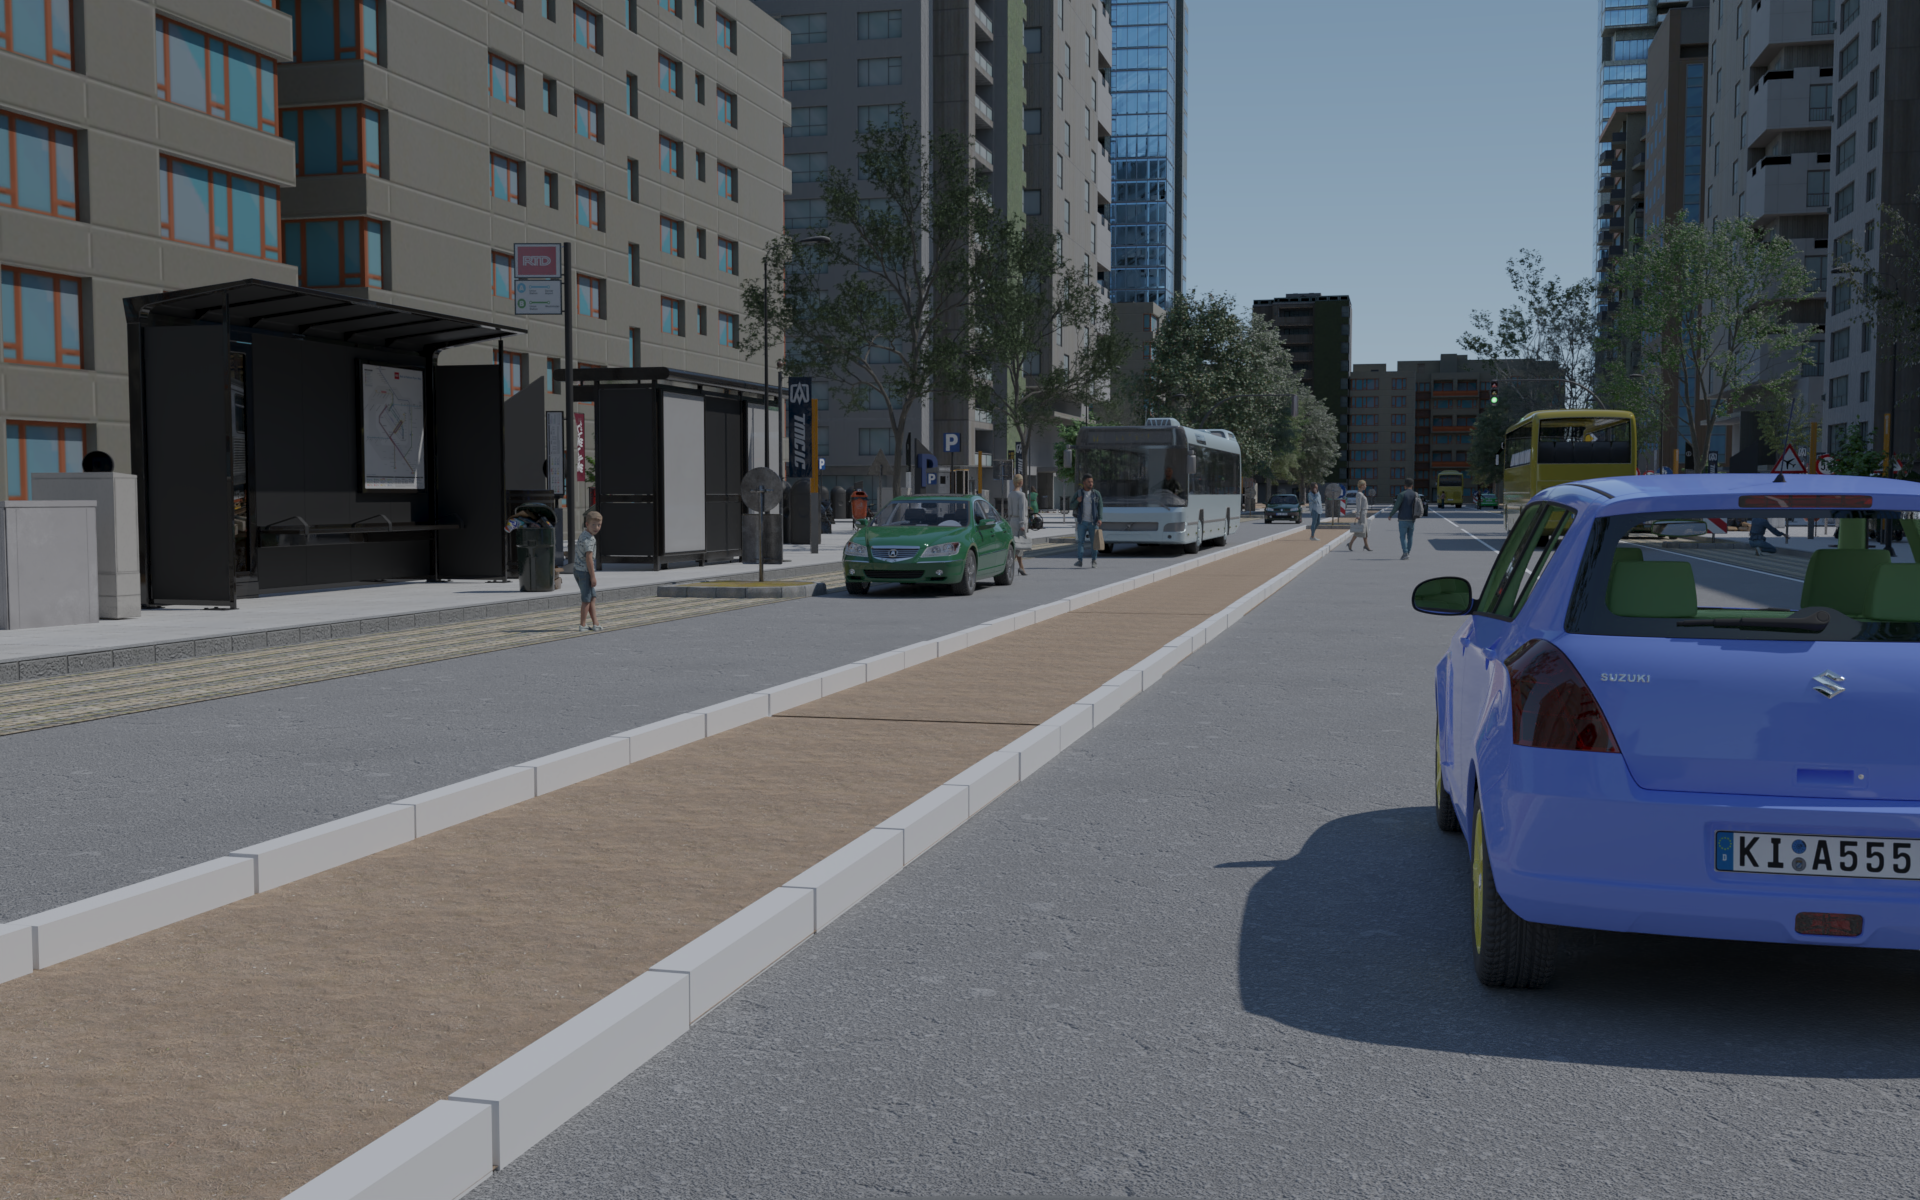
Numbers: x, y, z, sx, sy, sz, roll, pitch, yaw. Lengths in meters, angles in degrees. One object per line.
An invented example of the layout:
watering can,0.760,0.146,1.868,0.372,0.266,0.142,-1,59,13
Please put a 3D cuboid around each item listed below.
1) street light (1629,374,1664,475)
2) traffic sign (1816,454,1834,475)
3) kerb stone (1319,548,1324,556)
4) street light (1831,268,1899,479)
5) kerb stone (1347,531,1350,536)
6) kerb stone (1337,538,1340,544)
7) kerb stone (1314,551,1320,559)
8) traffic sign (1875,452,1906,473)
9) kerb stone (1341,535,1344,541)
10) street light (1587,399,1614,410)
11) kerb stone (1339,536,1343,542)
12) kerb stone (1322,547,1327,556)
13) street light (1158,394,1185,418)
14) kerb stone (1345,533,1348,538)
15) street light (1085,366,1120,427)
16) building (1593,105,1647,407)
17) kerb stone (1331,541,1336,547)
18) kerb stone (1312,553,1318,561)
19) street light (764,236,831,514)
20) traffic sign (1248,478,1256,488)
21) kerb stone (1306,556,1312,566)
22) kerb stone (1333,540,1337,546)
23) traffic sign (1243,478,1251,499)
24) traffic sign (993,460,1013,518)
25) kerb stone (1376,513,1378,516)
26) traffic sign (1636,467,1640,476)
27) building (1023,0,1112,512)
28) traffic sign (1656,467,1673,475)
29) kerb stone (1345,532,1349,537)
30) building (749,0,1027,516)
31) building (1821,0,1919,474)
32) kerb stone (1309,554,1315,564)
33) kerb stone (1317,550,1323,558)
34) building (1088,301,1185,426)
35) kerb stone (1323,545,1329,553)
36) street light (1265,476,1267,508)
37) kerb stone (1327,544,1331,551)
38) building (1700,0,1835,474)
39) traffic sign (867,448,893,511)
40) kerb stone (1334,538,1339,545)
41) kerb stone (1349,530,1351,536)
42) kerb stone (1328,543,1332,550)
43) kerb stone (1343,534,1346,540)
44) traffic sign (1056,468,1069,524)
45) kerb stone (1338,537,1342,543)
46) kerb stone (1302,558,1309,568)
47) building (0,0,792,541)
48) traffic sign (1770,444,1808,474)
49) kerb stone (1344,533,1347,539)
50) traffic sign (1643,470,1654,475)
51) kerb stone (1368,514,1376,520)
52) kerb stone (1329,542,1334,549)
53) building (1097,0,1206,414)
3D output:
street light,26.616,-5.786,67.135,1.470,5.913,1.316,1,4,14
traffic sign,27.354,-3.335,54.640,0.768,2.556,0.104,1,4,20
kerb stone,8.045,-1.017,38.913,0.120,0.150,1.000,1,4,14
street light,18.533,-3.852,35.517,1.470,5.913,1.316,1,4,14
kerb stone,12.411,-2.055,55.793,0.120,0.150,1.000,1,4,14
kerb stone,10.353,-1.567,47.856,0.120,0.150,1.000,1,4,14
kerb stone,7.536,-0.892,36.917,0.120,0.150,1.000,1,4,14
traffic sign,24.022,-2.744,44.875,0.884,2.594,0.081,1,4,20
kerb stone,11.127,-1.749,50.823,0.120,0.150,1.000,1,4,14
street light,31.228,-6.844,84.441,1.470,5.913,1.316,1,4,14
kerb stone,10.862,-1.688,49.836,0.120,0.150,1.000,1,4,14
kerb stone,8.317,-1.083,39.901,0.120,0.150,1.000,1,4,14
street light,9.782,-6.620,80.770,1.470,5.913,1.316,1,4,14
kerb stone,11.889,-1.931,53.803,0.120,0.150,1.000,1,4,14
street light,5.132,-5.538,63.093,1.470,5.913,1.316,1,4,14
building,82.365,-32.807,191.023,22.147,44.769,28.867,1,4,14
kerb stone,9.592,-1.384,44.872,0.120,0.150,1.000,1,4,14
kerb stone,7.284,-0.839,35.926,0.120,0.150,1.000,1,4,14
street light,-3.009,-3.604,31.468,1.470,5.913,1.316,1,4,14
traffic sign,22.480,-8.181,133.864,0.768,2.556,0.104,1,4,22
kerb stone,6.770,-0.717,33.945,0.120,0.150,1.000,1,4,14
kerb stone,9.845,-1.447,45.871,0.120,0.150,1.000,1,4,14
traffic sign,21.968,-8.149,133.341,0.768,2.556,0.104,1,4,16
traffic sign,1.266,-3.017,51.456,0.606,2.300,0.079,1,4,19
kerb stone,25.100,-5.064,104.995,0.120,0.150,1.000,1,4,14
traffic sign,29.847,-4.708,77.083,0.768,2.556,0.104,1,4,17
building,-3.458,-33.234,132.616,28.713,52.752,27.495,1,4,14
traffic sign,32.582,-4.898,80.189,0.768,2.556,0.104,1,4,22
kerb stone,12.158,-1.991,54.803,0.120,0.150,1.000,1,4,14
building,-4.422,-25.592,102.022,14.154,41.232,14.086,1,4,14
building,52.972,-19.316,87.511,14.107,30.474,14.160,1,4,14
kerb stone,7.029,-0.778,34.937,0.120,0.150,1.000,1,4,14
kerb stone,7.798,-0.957,37.921,0.120,0.150,1.000,1,4,14
building,7.573,-20.084,173.418,27.650,21.520,28.899,1,4,14
kerb stone,8.568,-1.144,40.900,0.120,0.150,1.000,1,4,14
street light,26.083,-10.504,144.281,1.470,5.913,1.316,1,4,14
kerb stone,8.832,-1.197,41.890,0.120,0.150,1.000,1,4,14
building,67.413,-32.347,118.112,28.713,52.752,27.495,1,4,14
traffic sign,-2.264,-3.015,49.295,0.884,2.594,0.081,1,4,22
kerb stone,10.100,-1.509,46.860,0.120,0.150,1.000,1,4,14
kerb stone,12.666,-2.116,56.791,0.120,0.150,1.000,1,4,14
kerb stone,9.075,-1.266,42.892,0.120,0.150,1.000,1,4,14
kerb stone,11.389,-1.811,51.811,0.120,0.150,1.000,1,4,14
traffic sign,4.460,-4.525,74.094,0.768,2.556,0.104,1,4,15
kerb stone,10.614,-1.628,48.844,0.120,0.150,1.000,1,4,14
kerb stone,6.508,-0.658,32.948,0.120,0.150,1.000,1,4,14
building,-23.757,-12.862,55.333,28.899,21.520,27.650,1,4,14
traffic sign,21.328,-2.728,44.609,0.884,2.594,0.081,1,4,16
kerb stone,11.635,-1.872,52.803,0.120,0.150,1.000,1,4,14
traffic sign,36.851,-5.656,92.574,0.768,2.556,0.104,1,4,17
kerb stone,23.565,-4.697,99.034,0.120,0.150,1.000,1,4,14
kerb stone,9.332,-1.321,43.883,0.120,0.150,1.000,1,4,14
building,15.237,-54.913,210.490,31.000,86.520,22.319,1,4,14
